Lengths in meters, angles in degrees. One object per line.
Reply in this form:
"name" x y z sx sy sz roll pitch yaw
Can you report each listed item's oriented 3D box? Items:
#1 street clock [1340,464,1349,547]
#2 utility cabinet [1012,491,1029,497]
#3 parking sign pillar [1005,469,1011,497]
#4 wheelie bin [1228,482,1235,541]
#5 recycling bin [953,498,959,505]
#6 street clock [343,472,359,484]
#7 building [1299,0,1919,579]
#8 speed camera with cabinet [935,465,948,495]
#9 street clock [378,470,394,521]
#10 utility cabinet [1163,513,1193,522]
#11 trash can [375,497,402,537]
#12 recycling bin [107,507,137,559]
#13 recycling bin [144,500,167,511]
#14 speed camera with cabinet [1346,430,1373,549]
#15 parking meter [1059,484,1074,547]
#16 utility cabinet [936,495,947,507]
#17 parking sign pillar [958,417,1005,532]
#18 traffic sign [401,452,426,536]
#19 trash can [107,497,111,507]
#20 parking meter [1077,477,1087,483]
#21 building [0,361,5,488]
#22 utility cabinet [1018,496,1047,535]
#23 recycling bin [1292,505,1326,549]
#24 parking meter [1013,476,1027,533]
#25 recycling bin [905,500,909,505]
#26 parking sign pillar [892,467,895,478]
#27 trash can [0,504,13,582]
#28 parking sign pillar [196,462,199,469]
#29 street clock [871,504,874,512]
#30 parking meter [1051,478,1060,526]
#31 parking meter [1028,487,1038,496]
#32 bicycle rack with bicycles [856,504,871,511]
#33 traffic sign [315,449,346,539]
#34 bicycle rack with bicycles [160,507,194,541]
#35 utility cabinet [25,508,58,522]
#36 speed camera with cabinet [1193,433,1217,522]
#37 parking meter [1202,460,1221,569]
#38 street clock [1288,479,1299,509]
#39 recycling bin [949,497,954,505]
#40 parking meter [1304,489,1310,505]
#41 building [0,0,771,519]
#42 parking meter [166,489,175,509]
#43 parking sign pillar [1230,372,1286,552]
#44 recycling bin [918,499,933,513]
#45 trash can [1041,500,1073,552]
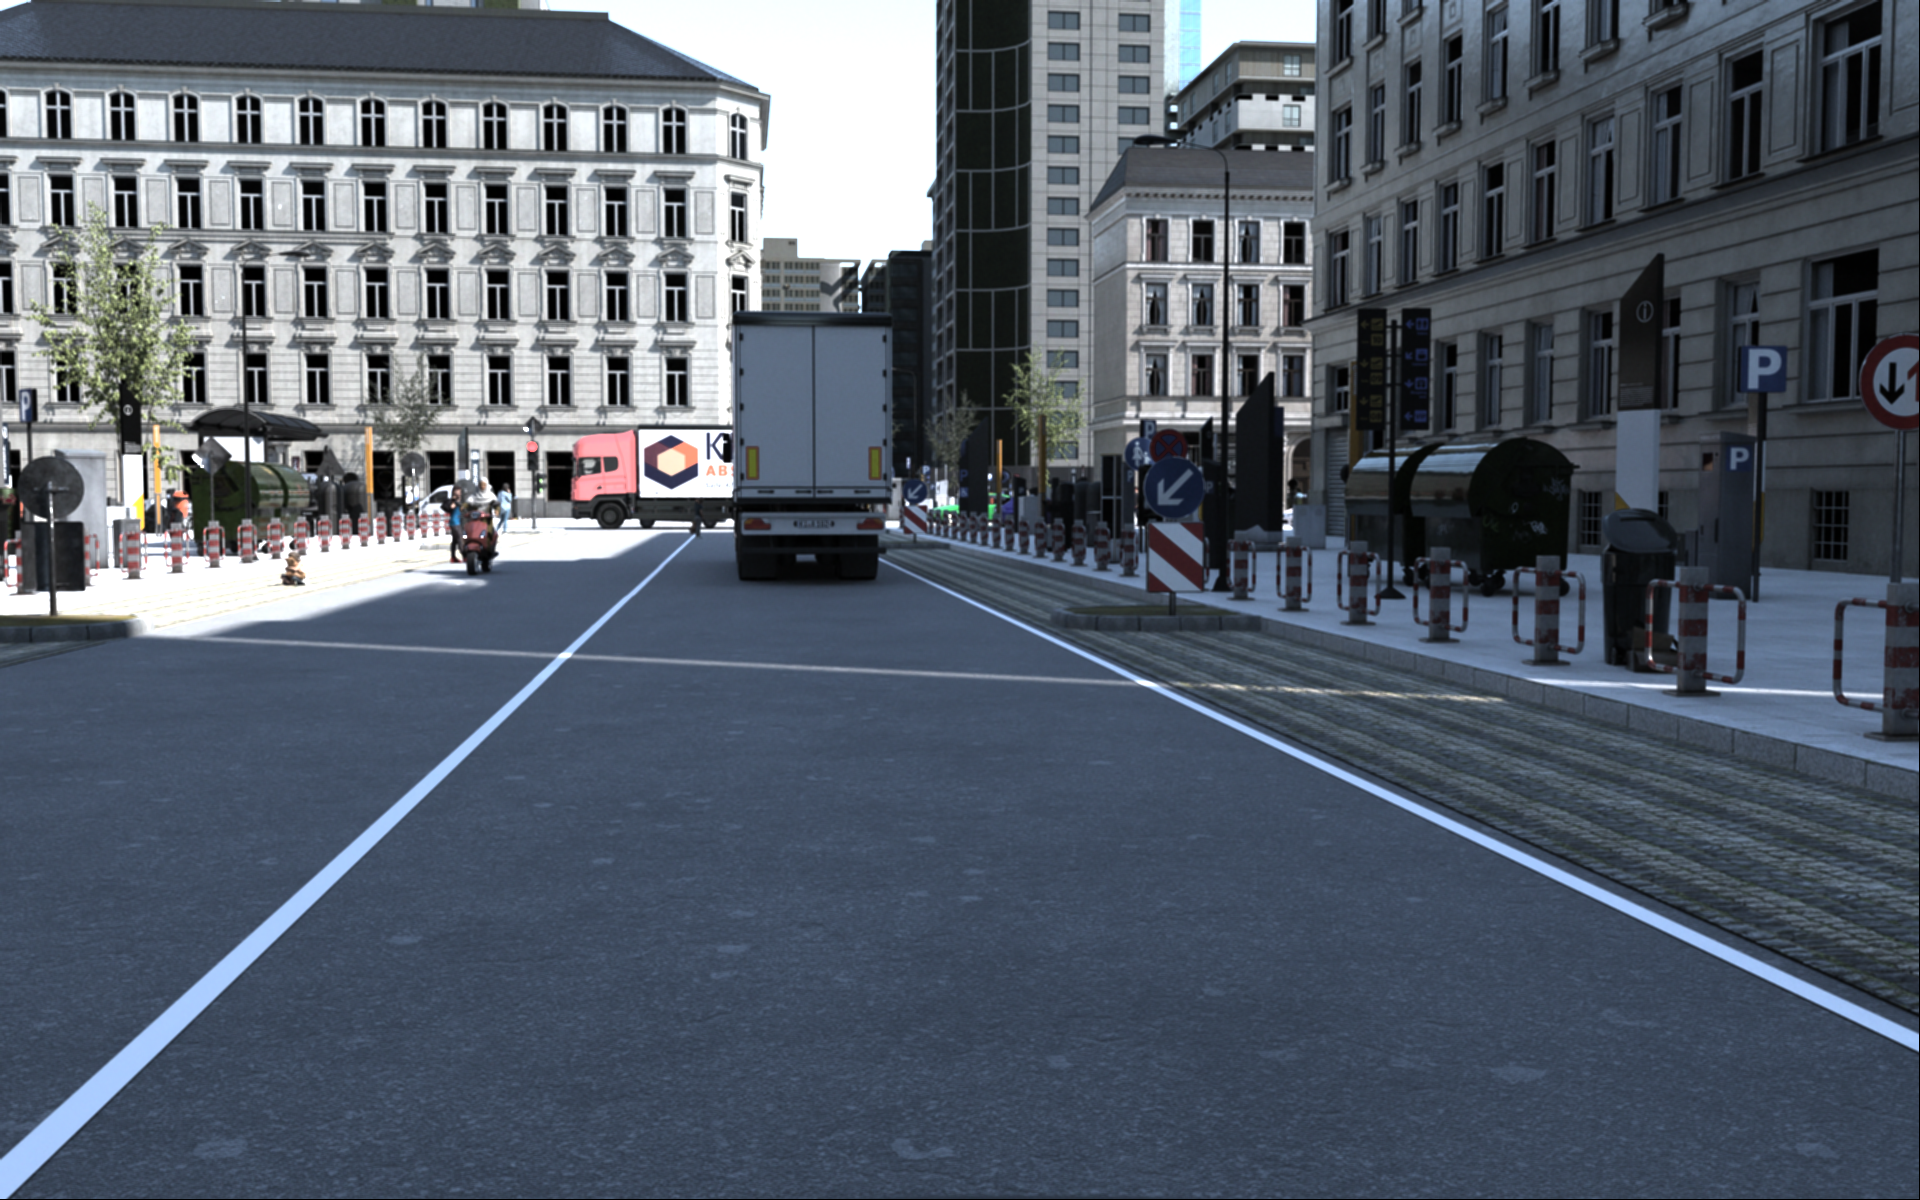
"street clock" 9.398 -2.268 41.649 0.471 2.002 0.358 -1 4 -12
"utility cabinet" 4.093 -6.544 115.667 1.173 1.500 0.318 1 4 11
"parking sign pillar" 3.728 -9.773 148.266 1.447 3.967 1.447 2 4 24
"wheelie bin" 6.973 -2.269 45.002 0.693 1.594 0.980 1 4 12
"recycling bin" 0.191 -5.989 110.473 0.722 1.027 0.722 -1 4 -16
"street clock" -20.354 -3.263 57.921 0.471 2.002 0.358 0 4 -2
"building" 19.942 -12.676 40.544 16.112 22.955 30.059 0 4 -7
"speed camera with cabinet" -1.194 -7.482 116.659 0.660 3.252 2.038 0 4 -4
"street clock" -17.634 -2.977 53.246 0.471 2.002 0.358 -1 4 -14
"utility cabinet" 6.101 -2.445 48.647 0.318 1.500 1.173 3 5 40
"trash can" -17.074 -2.447 51.665 0.748 1.137 0.748 0 3 0
"recycling bin" -16.945 -1.360 34.783 0.722 1.027 0.722 -1 4 -22
"recycling bin" -36.917 -4.094 79.486 0.722 1.027 0.722 3 4 39
"speed camera with cabinet" 9.050 -2.737 39.085 0.660 3.252 2.038 1 4 12
"parking meter" 2.572 -2.046 41.861 0.372 1.533 0.369 0 3 0
"utility cabinet" -1.372 -6.297 114.110 1.020 1.237 0.306 -1 4 -9
"parking sign pillar" 0.476 -4.369 59.908 1.447 3.967 1.447 2 4 32
"traffic sign" -16.733 -3.237 53.025 0.768 2.556 0.104 0 4 -4
"trash can" -41.434 -4.410 83.763 0.748 1.137 0.748 0 3 0
"parking meter" 4.240 -3.333 60.214 0.255 1.863 0.399 -1 4 -22
"building" -41.217 -13.587 41.209 30.058 24.678 14.314 0 4 -7
"utility cabinet" 2.284 -2.654 54.554 1.020 1.237 0.306 -3 5 -43
"recycling bin" 8.174 -1.713 40.565 0.722 1.027 0.722 0 4 6
"parking meter" 1.980 -3.147 57.163 0.399 1.863 0.255 -2 4 -24
"recycling bin" -4.495 -7.707 138.561 0.722 1.027 0.722 -3 5 -42
"parking sign pillar" -5.033 -8.207 122.653 1.447 3.967 1.447 1 4 17
"trash can" -14.232 -0.833 25.276 0.748 1.137 0.748 0 3 0
"parking sign pillar" -34.233 -5.553 79.266 1.447 3.967 1.447 1 4 11
"street clock" -4.184 -4.806 83.140 0.358 2.002 0.471 -1 4 -14
"parking meter" 3.416 -3.457 62.239 0.255 1.863 0.399 0 4 -5
"parking meter" 2.519 -3.099 59.079 0.372 1.533 0.369 0 3 0
"bicycle rack with bicycles" -7.290 -7.069 128.958 2.852 0.926 2.925 0 4 -3
"traffic sign" -17.953 -3.022 49.410 0.884 2.594 0.081 0 4 0
"bicycle rack with bicycles" -20.726 -2.115 47.959 2.852 0.926 2.925 -2 4 -24
"utility cabinet" -24.382 -2.308 46.417 0.318 1.500 1.173 3 4 37
"speed camera with cabinet" 7.747 -3.827 56.912 0.660 3.252 2.038 -3 4 -39
"parking meter" 4.366 -1.464 29.649 0.255 1.863 0.399 -3 4 -36
"street clock" 15.909 -4.779 82.713 0.471 2.002 0.358 2 4 24
"recycling bin" -0.898 -7.920 142.046 0.722 1.027 0.722 1 4 12
"parking meter" 18.798 -5.222 93.795 0.372 1.533 0.369 0 3 0
"building" -32.653 -19.518 95.534 44.131 29.872 17.030 0 4 -7
"parking meter" -35.769 -4.286 78.488 0.372 1.533 0.369 0 3 0
"parking sign pillar" 6.719 -3.083 38.883 1.447 3.967 1.447 -2 4 -25
"recycling bin" -1.793 -4.687 89.184 0.722 1.027 0.722 0 4 2
"trash can" 2.159 -1.641 38.484 0.748 1.137 0.748 0 3 0
